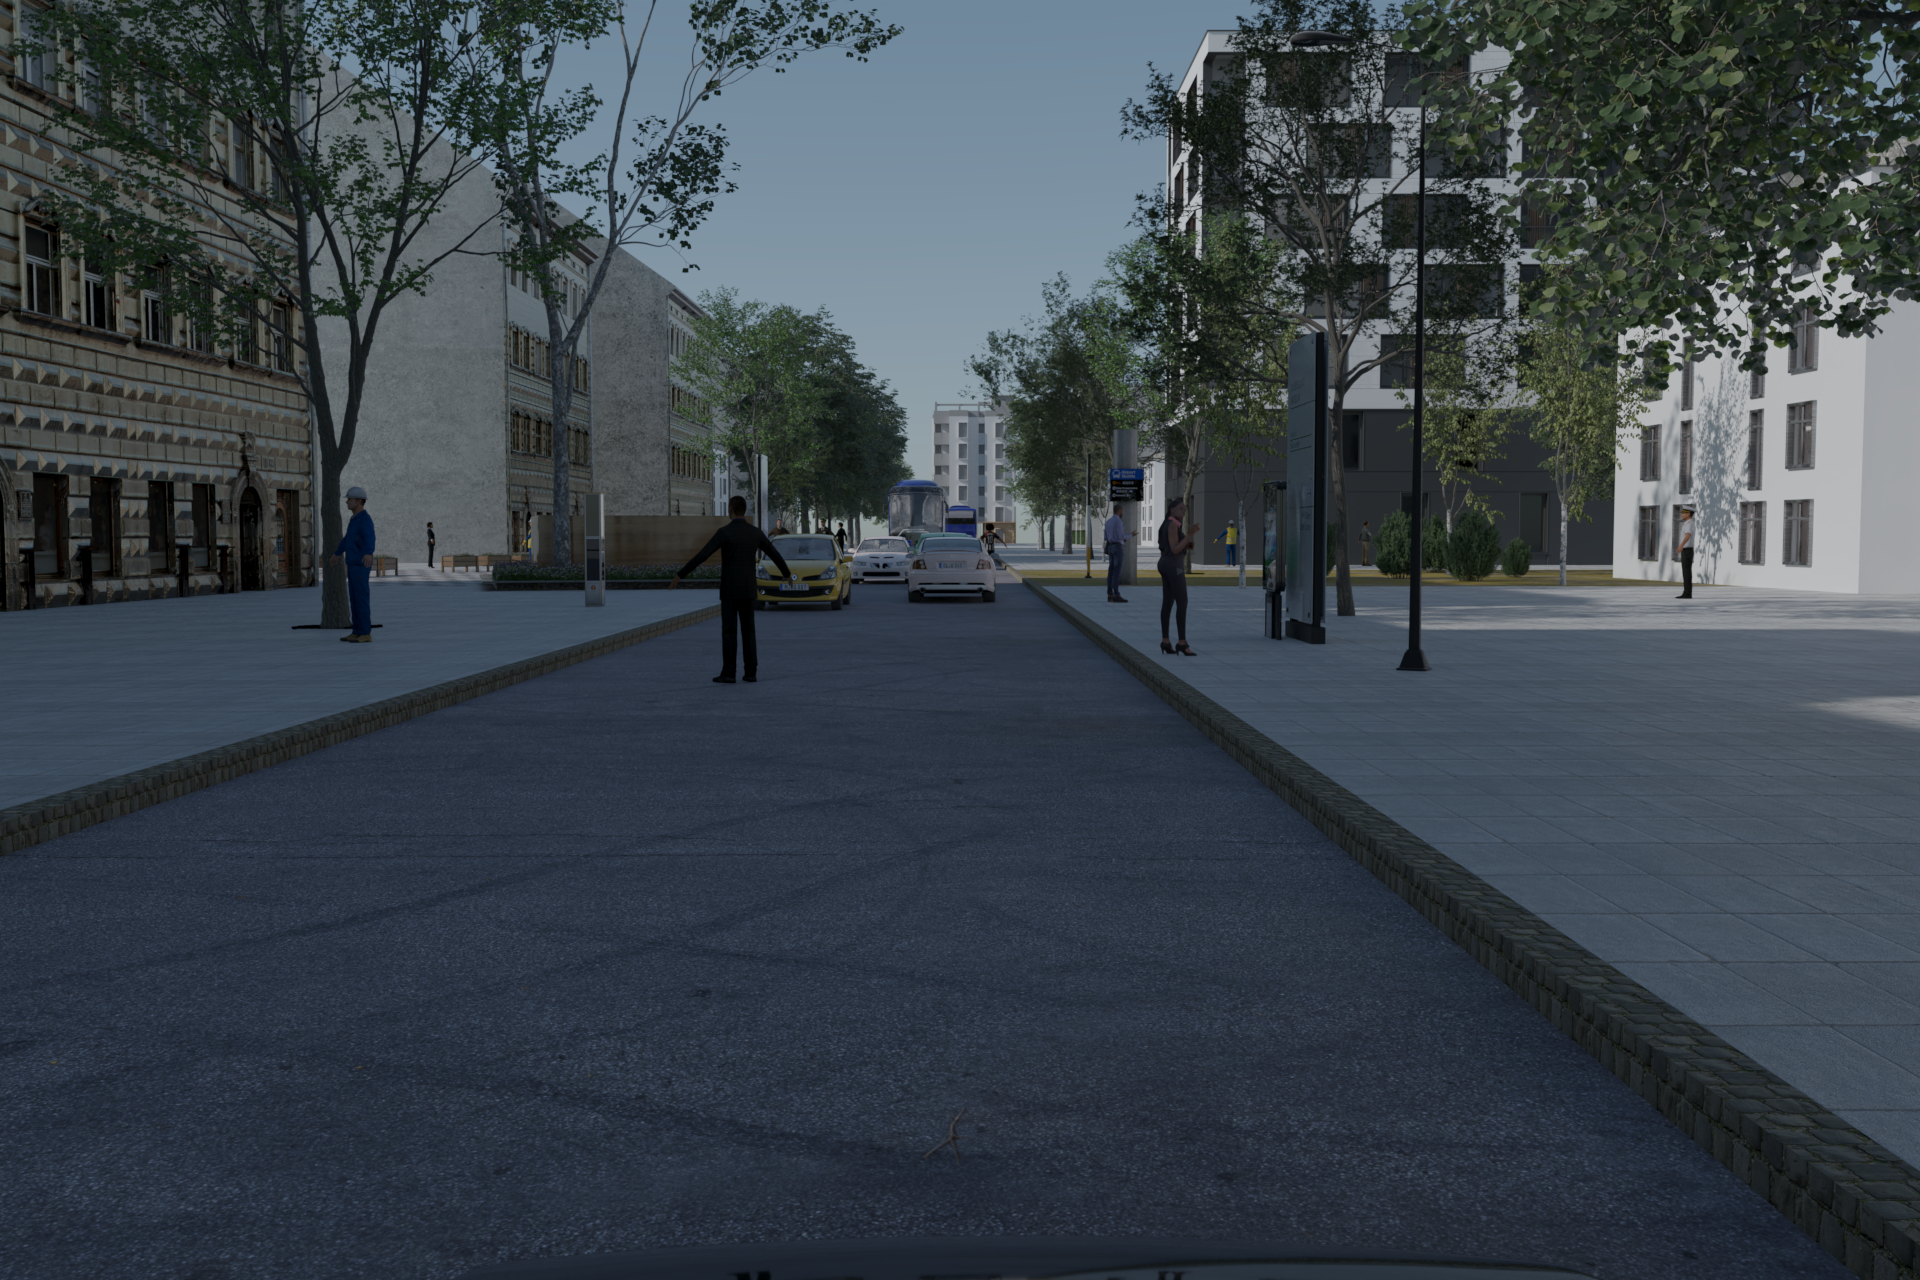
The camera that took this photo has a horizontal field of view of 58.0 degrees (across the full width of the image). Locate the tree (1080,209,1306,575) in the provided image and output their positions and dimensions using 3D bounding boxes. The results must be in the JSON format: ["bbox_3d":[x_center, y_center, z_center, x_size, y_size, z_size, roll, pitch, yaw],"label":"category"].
[{"bbox_3d":[7.354,-7.897,54.870,9.928,11.665,9.643,0,3,0],"label":"tree"}]

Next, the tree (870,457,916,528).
[{"bbox_3d":[-8.839,-19.407,235.432,7.486,12.596,7.792,0,3,0],"label":"tree"}]

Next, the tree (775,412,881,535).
[{"bbox_3d":[-8.843,-11.604,115.474,9.928,11.665,9.643,0,3,0],"label":"tree"}]

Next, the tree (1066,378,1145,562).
[{"bbox_3d":[6.524,-7.858,78.835,4.360,8.622,3.978,0,3,0],"label":"tree"}]

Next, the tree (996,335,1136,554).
[{"bbox_3d":[6.810,-12.408,109.524,9.857,13.997,8.962,0,3,0],"label":"tree"}]

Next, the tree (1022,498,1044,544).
[{"bbox_3d":[11.027,-17.298,233.180,4.360,8.622,3.978,0,3,0],"label":"tree"}]

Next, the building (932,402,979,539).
[{"bbox_3d":[-3.547,-23.253,239.059,11.380,20.090,16.016,0,4,-1],"label":"building"}]

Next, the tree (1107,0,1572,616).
[{"bbox_3d":[5.733,-5.661,26.972,7.601,10.594,8.767,1,4,12],"label":"tree"}]

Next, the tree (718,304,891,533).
[{"bbox_3d":[-8.597,-11.508,94.809,9.857,13.997,8.962,0,3,0],"label":"tree"}]

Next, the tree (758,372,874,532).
[{"bbox_3d":[-8.839,-10.990,105.440,9.928,11.665,9.643,0,3,0],"label":"tree"}]

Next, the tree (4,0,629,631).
[{"bbox_3d":[-8.423,-5.969,23.348,9.928,11.665,9.643,0,3,0],"label":"tree"}]

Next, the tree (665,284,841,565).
[{"bbox_3d":[-8.606,-9.000,72.897,9.928,11.665,9.643,0,3,0],"label":"tree"}]

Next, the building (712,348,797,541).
[{"bbox_3d":[-28.324,-22.042,191.320,19.493,23.208,18.063,0,4,0],"label":"building"}]

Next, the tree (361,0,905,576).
[{"bbox_3d":[-8.044,-11.200,39.015,12.611,20.169,13.585,0,3,0],"label":"tree"}]

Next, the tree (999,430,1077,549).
[{"bbox_3d":[7.144,-13.585,147.877,9.928,11.665,9.643,0,3,0],"label":"tree"}]

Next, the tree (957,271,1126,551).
[{"bbox_3d":[6.202,-16.607,127.419,12.611,20.169,13.585,0,3,0],"label":"tree"}]

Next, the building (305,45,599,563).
[{"bbox_3d":[-29.225,-15.535,84.923,19.493,23.208,18.063,0,4,0],"label":"building"}]

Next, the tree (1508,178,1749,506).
[{"bbox_3d":[23.725,-9.362,59.723,9.857,13.997,8.962,0,3,0],"label":"tree"}]

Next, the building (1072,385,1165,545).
[{"bbox_3d":[22.684,-21.220,213.405,16.747,18.905,31.486,0,4,0],"label":"building"}]

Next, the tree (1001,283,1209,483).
[{"bbox_3d":[5.827,-7.961,64.568,7.601,10.594,8.767,2,4,34],"label":"tree"}]

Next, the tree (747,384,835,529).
[{"bbox_3d":[-8.530,-8.226,84.858,4.737,8.622,4.395,0,3,0],"label":"tree"}]

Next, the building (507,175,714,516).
[{"bbox_3d":[-27.024,-17.366,114.857,19.493,23.208,18.063,0,4,0],"label":"building"}]

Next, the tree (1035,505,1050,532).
[{"bbox_3d":[12.272,-17.606,238.213,4.737,8.622,4.395,0,3,0],"label":"tree"}]

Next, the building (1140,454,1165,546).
[{"bbox_3d":[24.759,-14.638,181.475,9.099,9.664,28.070,0,4,1],"label":"building"}]

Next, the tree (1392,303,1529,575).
[{"bbox_3d":[15.395,-6.340,54.022,4.737,8.622,4.395,0,3,0],"label":"tree"}]

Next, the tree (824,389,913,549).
[{"bbox_3d":[-8.927,-14.810,148.801,9.857,13.997,8.962,0,3,0],"label":"tree"}]

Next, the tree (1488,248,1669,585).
[{"bbox_3d":[15.329,-5.670,43.060,4.737,8.622,4.395,0,3,0],"label":"tree"}]

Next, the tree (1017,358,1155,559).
[{"bbox_3d":[6.339,-9.375,87.701,7.601,10.594,8.767,0,4,7],"label":"tree"}]

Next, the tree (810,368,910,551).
[{"bbox_3d":[-8.486,-13.772,131.819,9.857,13.997,8.962,0,3,0],"label":"tree"}]

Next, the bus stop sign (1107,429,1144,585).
[{"bbox_3d":[4.177,-3.350,43.787,0.837,3.901,0.837,0,4,0],"label":"bus stop sign"}]

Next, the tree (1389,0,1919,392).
[{"bbox_3d":[6.284,-6.280,9.332,9.857,13.997,8.962,0,3,0],"label":"tree"}]

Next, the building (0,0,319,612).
[{"bbox_3d":[-24.902,-12.326,32.466,19.493,23.208,18.063,0,4,0],"label":"building"}]

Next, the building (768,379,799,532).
[{"bbox_3d":[-25.435,-21.370,205.827,16.016,20.090,11.380,0,4,0],"label":"building"}]

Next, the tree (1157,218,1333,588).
[{"bbox_3d":[6.634,-5.506,40.381,4.737,8.622,4.395,0,3,0],"label":"tree"}]

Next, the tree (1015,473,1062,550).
[{"bbox_3d":[6.435,-11.693,141.535,4.737,8.622,4.395,0,3,0],"label":"tree"}]

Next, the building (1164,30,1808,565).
[{"bbox_3d":[23.965,-14.856,86.869,27.936,21.610,32.646,0,3,0],"label":"building"}]

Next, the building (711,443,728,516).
[{"bbox_3d":[-26.655,-13.724,166.536,9.099,9.664,28.070,0,4,1],"label":"building"}]
